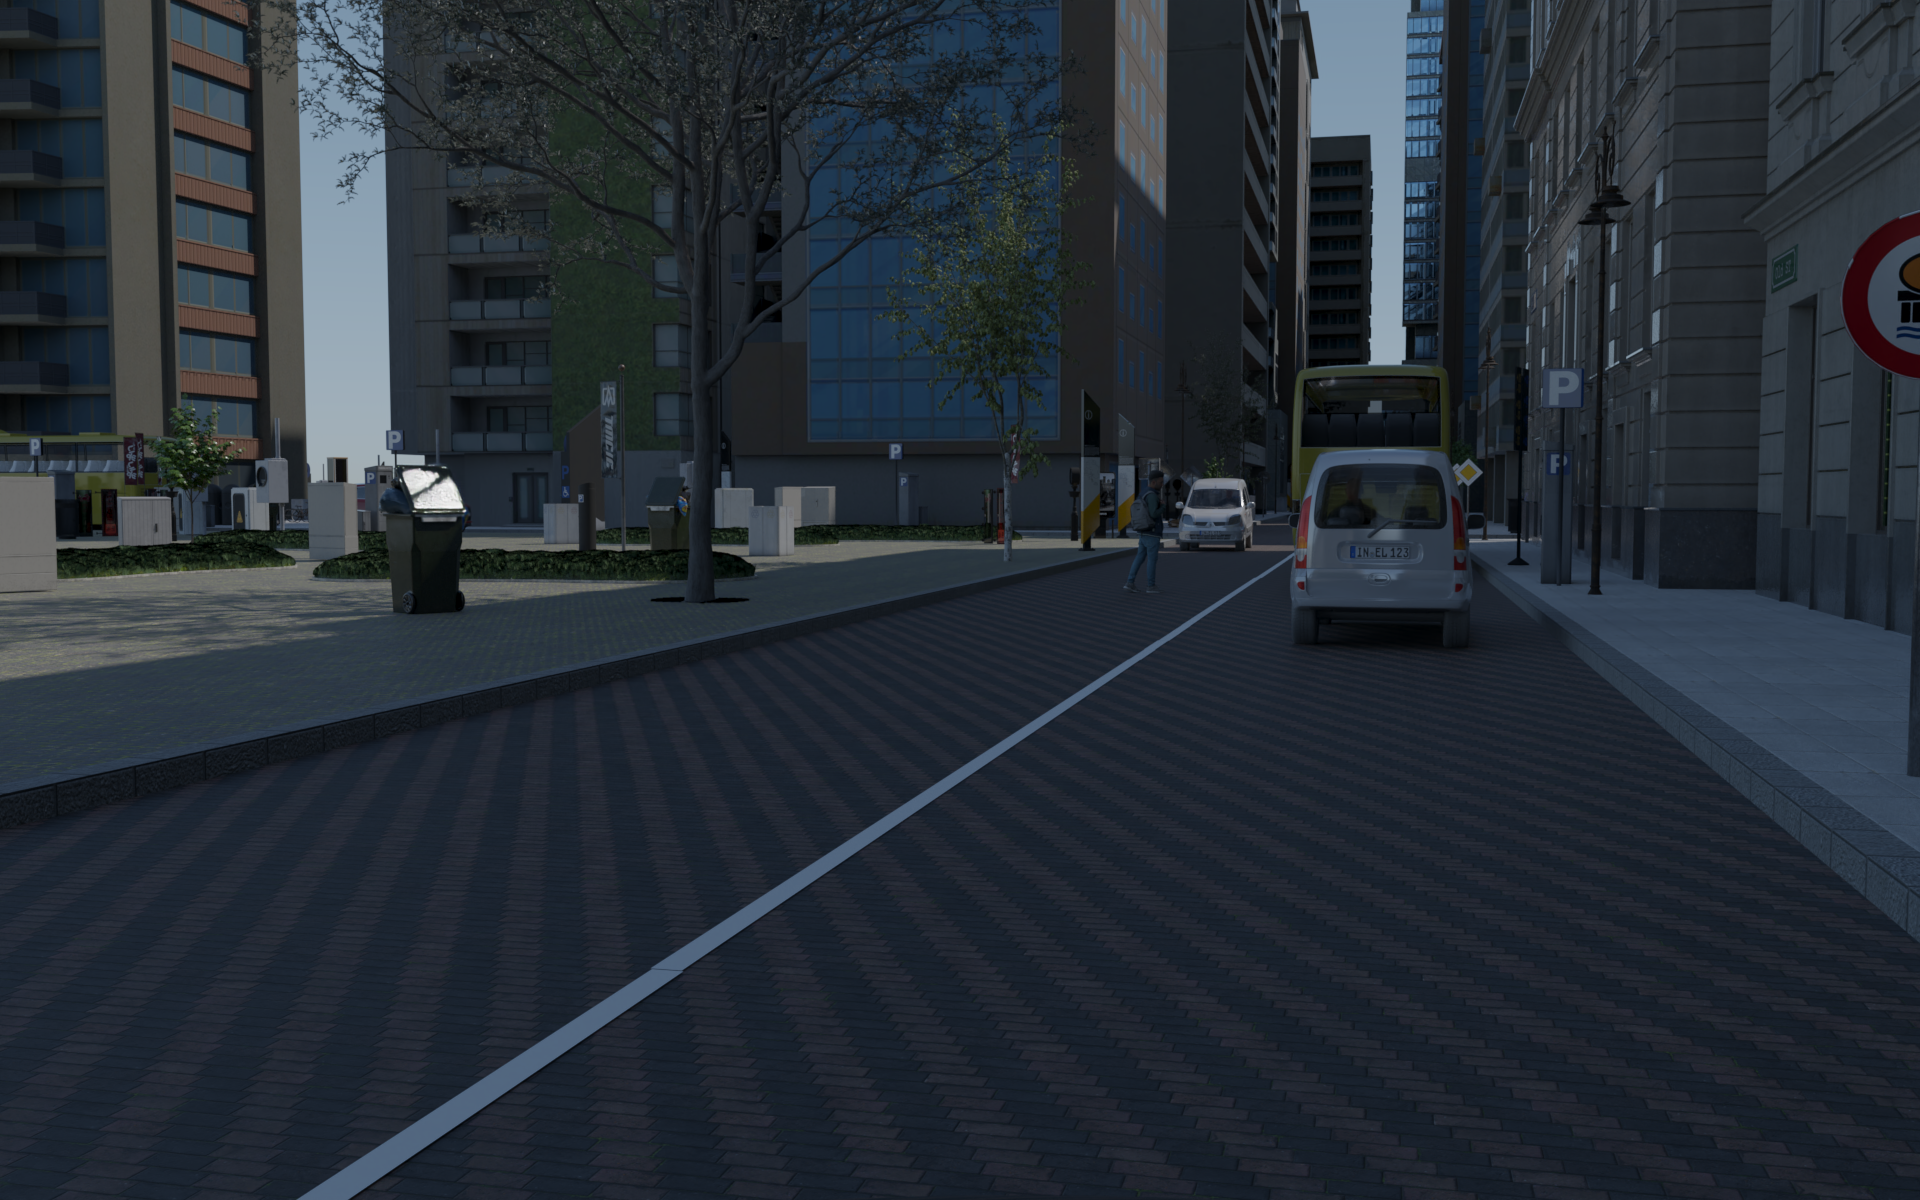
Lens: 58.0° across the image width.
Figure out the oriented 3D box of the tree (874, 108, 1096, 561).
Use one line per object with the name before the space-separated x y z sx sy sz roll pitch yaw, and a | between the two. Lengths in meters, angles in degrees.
tree | 0.746 -5.036 32.699 4.737 8.622 4.395 0 3 0

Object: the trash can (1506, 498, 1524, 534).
trash can | 18.155 -2.735 56.365 0.748 1.137 0.748 0 3 0

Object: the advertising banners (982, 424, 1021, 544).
advertising banners | 1.056 -2.937 44.213 0.090 3.025 2.074 -2 4 -26

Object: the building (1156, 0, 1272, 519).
building | 6.534 -29.150 100.304 21.300 48.544 21.600 1 4 14

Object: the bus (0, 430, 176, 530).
bus | -35.129 -4.475 64.716 12.252 3.916 2.896 1 4 14

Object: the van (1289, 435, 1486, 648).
van | 4.331 -0.652 17.677 2.013 2.044 4.112 1 4 15

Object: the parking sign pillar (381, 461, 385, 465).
parking sign pillar | -47.794 -9.473 143.358 1.447 3.967 1.447 -3 5 -42

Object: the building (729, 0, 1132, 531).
building | 0.258 -25.494 66.936 14.600 45.320 14.200 1 4 14

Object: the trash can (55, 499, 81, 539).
trash can | -25.405 -2.300 49.262 0.748 1.137 0.748 0 3 0

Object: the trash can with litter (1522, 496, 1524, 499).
trash can with litter | 29.944 -4.921 91.518 2.233 1.210 1.678 -1 4 -21

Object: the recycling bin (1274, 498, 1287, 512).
recycling bin | 23.394 -6.956 126.290 0.722 1.027 0.722 2 4 35

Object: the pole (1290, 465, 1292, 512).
pole | 23.308 -7.813 121.580 0.158 3.312 0.155 0 3 0

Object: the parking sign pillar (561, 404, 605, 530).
parking sign pillar | -11.223 -3.856 51.519 1.447 3.967 1.447 3 4 39

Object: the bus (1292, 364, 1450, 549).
bus | 8.194 -2.617 34.332 2.896 3.916 12.252 1 4 14

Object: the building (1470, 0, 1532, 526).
building | 33.928 -23.164 70.610 23.993 40.220 32.217 1 4 14

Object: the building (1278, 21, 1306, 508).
building | 26.325 -31.785 169.802 14.600 45.320 14.200 1 4 14

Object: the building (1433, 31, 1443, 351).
building | 53.949 -30.583 154.651 22.147 44.769 28.867 1 4 14

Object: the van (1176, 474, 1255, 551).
van | 6.658 -2.315 44.855 2.013 2.044 4.112 1 4 13

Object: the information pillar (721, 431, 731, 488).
information pillar | -8.630 -4.440 63.941 0.504 3.616 0.183 3 5 44

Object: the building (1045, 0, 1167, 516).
building | 14.913 -29.043 124.971 14.600 45.320 14.200 1 4 14

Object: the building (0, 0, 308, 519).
building | -48.517 -26.302 84.665 28.867 44.769 22.147 1 4 14

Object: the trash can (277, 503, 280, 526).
trash can | -27.885 -3.584 70.245 0.748 1.137 0.748 0 3 0

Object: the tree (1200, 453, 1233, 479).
tree | 11.814 -5.282 80.969 1.663 3.219 1.824 0 3 0

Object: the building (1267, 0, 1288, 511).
building | 17.255 -51.062 147.535 22.319 86.520 31.000 1 4 14

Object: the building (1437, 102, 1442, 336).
building | 62.083 -34.459 183.014 23.786 49.044 30.456 1 4 14

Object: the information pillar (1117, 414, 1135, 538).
information pillar | 4.841 -3.617 50.489 0.504 3.616 0.183 1 4 21

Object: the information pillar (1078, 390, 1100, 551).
information pillar | 2.932 -2.916 39.025 0.504 3.616 0.183 -2 4 -33

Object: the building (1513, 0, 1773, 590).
building | 17.812 -14.420 33.032 12.463 27.353 25.104 1 4 14

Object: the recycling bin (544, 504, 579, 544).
recycling bin | -10.250 -1.960 44.593 0.722 1.027 0.722 -3 4 -36

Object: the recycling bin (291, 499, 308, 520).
recycling bin | -32.881 -4.523 86.498 0.722 1.027 0.722 1 4 16

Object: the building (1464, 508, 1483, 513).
building | 44.263 -48.711 109.088 22.319 86.520 31.000 1 4 14

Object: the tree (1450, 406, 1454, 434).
tree | 33.110 -10.630 124.163 4.737 8.622 4.395 0 3 0

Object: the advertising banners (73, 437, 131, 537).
advertising banners | -25.795 -3.440 52.427 0.090 3.025 2.074 3 4 38

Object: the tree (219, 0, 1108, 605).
tree | -2.953 -6.722 20.276 12.009 13.543 11.850 0 3 0

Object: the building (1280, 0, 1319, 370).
building | 25.142 -36.923 192.922 27.495 52.752 28.713 1 4 14

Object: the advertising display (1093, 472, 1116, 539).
advertising display | 4.024 -2.729 49.831 0.974 1.923 0.123 -2 4 -24

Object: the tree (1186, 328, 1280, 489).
tree | 11.752 -7.710 76.415 4.360 8.622 3.978 0 3 0

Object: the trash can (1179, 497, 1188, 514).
trash can | 11.144 -4.508 85.363 0.748 1.137 0.748 0 3 0

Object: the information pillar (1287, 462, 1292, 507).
information pillar | 23.388 -8.027 122.603 0.183 3.616 0.504 -3 4 -38

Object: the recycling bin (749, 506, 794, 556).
recycling bin | -3.925 -1.436 36.038 0.722 1.027 0.722 1 4 22

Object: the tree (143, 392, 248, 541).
tree | -14.772 -2.351 33.047 1.663 3.219 1.824 0 3 0

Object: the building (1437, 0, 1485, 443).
building | 44.632 -29.630 134.555 14.600 45.320 14.200 1 4 14

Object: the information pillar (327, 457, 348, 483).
information pillar | -12.412 -1.841 34.584 0.304 2.012 0.304 3 5 44

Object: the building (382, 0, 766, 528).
building | -15.257 -23.701 71.106 14.086 41.232 14.154 1 4 14

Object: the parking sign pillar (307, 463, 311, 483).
parking sign pillar | -39.647 -7.093 104.439 1.447 3.967 1.447 1 4 9

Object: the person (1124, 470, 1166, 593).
person | 2.746 -0.993 25.086 0.721 1.781 0.623 -2 4 -28

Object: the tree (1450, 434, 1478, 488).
tree | 26.162 -6.667 92.716 4.285 4.588 4.351 0 3 0

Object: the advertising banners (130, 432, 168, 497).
advertising banners | -23.394 -3.303 50.186 0.090 3.025 2.074 0 4 -1
